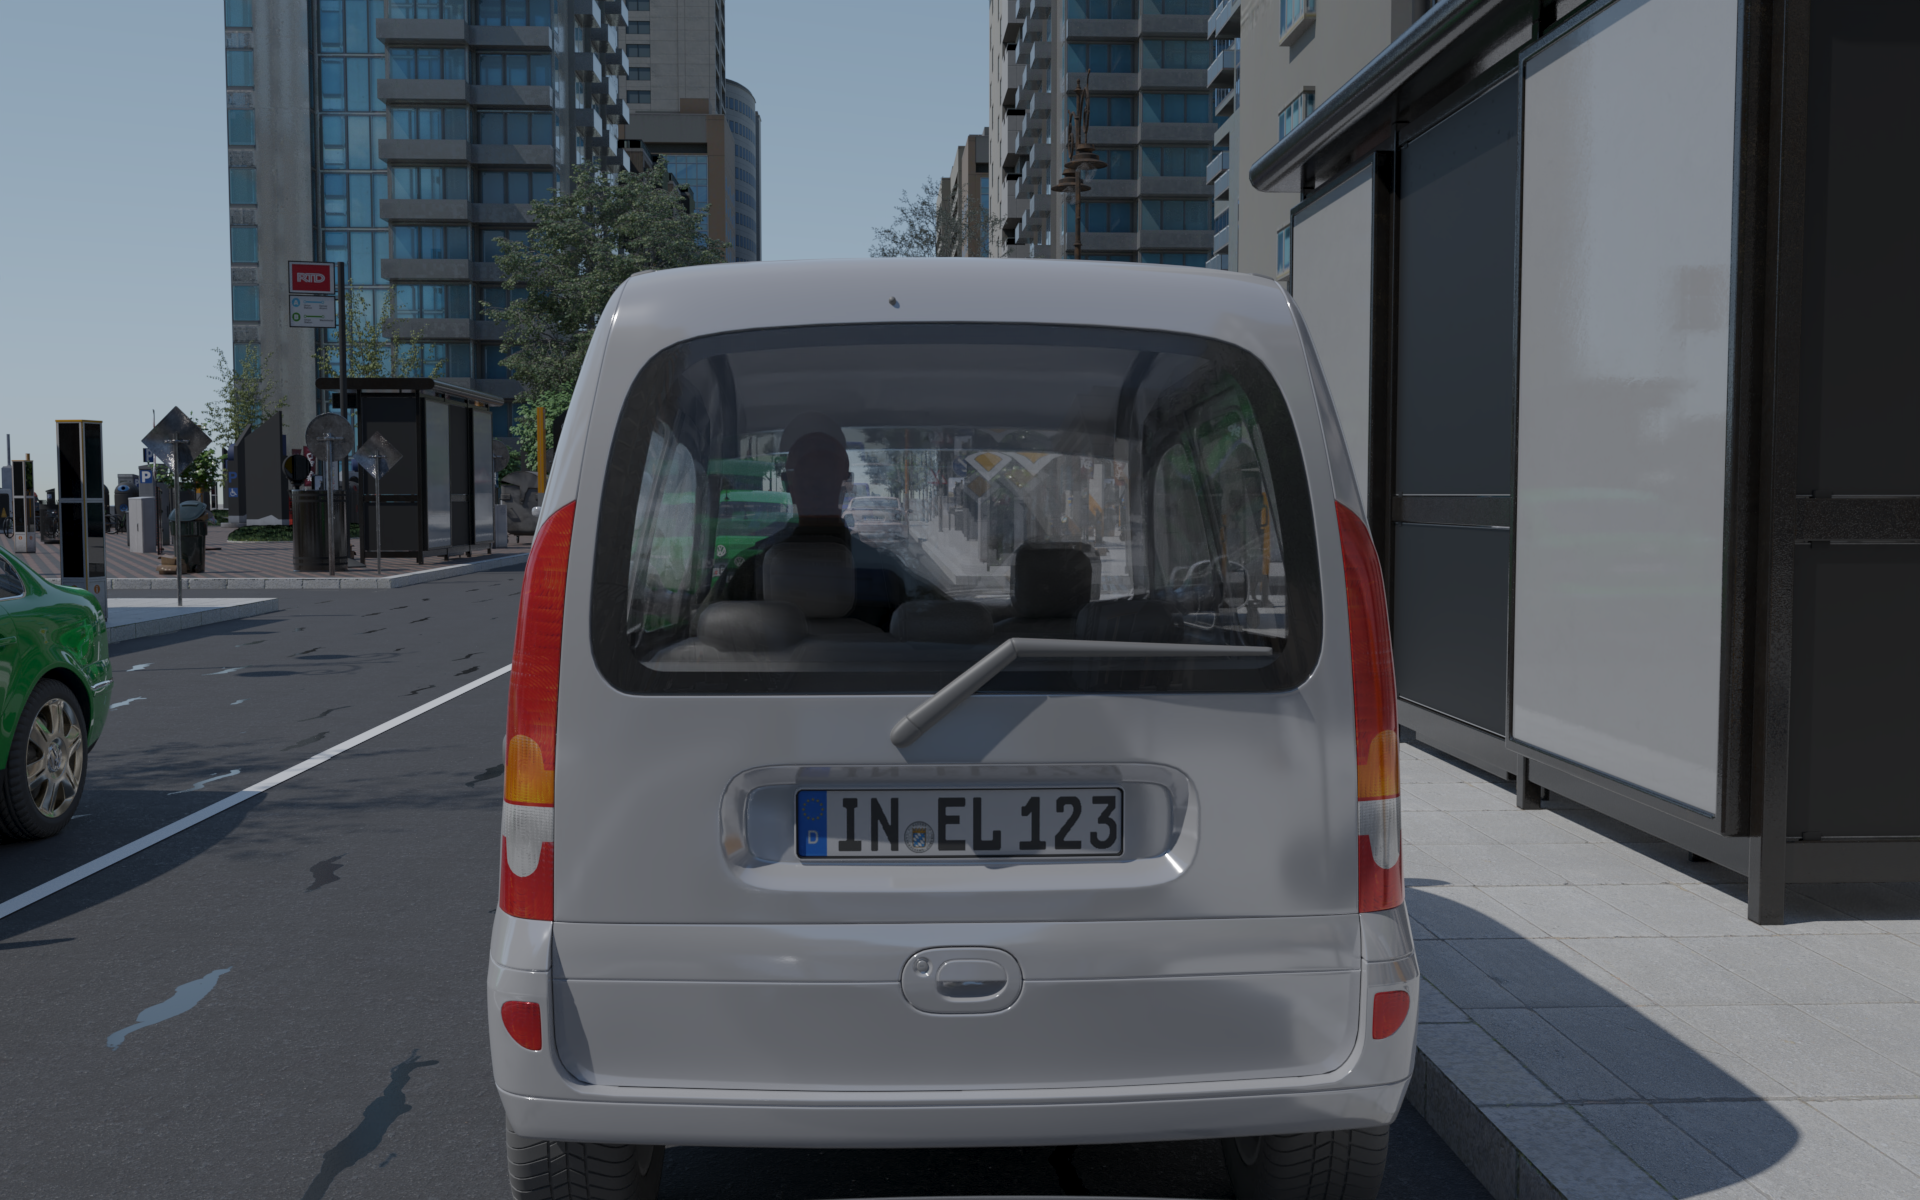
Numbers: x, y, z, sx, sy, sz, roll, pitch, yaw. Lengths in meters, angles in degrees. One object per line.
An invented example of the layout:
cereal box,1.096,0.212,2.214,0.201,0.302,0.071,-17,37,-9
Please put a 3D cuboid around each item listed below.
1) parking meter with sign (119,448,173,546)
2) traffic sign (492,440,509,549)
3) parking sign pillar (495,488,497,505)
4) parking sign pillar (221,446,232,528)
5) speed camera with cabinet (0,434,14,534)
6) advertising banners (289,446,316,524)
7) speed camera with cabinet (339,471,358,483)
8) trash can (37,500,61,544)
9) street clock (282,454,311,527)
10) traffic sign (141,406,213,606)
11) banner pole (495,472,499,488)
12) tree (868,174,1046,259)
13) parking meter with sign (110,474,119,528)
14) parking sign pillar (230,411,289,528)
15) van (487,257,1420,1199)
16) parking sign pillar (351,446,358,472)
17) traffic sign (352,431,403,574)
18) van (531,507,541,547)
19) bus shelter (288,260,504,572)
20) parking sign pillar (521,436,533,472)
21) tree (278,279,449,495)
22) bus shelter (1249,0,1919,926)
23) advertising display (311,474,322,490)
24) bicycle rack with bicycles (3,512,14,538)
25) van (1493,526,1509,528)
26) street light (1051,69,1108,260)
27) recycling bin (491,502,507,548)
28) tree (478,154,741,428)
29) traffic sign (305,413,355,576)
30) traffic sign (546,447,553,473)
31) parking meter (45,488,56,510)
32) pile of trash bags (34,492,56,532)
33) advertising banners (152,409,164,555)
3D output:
parking meter with sign,-20.190,-2.878,43.314,0.543,3.016,1.738,0,4,6
traffic sign,-10.925,-2.473,40.532,0.768,2.556,0.104,0,4,0
parking sign pillar,-24.010,-6.032,87.091,1.447,3.967,1.447,0,4,-8
parking sign pillar,-27.446,-4.744,66.029,1.447,3.967,1.447,0,4,1
speed camera with cabinet,-31.099,-3.792,56.336,0.660,3.252,2.038,0,4,0
advertising banners,-24.282,-4.068,62.700,2.074,3.025,0.090,0,4,-5
speed camera with cabinet,-24.684,-4.532,68.429,0.660,3.252,2.038,2,4,32
trash can,-23.278,-2.007,44.464,0.748,1.137,0.748,0,3,0
street clock,-12.096,-1.655,31.635,0.471,2.002,0.358,-2,4,-29
traffic sign,-8.929,-0.987,19.772,0.795,2.450,0.064,0,4,-3
banner pole,-22.367,-5.662,82.590,0.863,3.779,0.401,1,4,15
tree,-0.265,-9.559,66.668,12.009,13.543,11.850,0,3,0
parking meter with sign,-31.523,-4.248,65.713,1.738,3.016,0.543,1,4,8
parking sign pillar,-22.566,-4.154,56.384,1.447,3.967,1.447,1,4,13
van,-0.082,0.139,4.740,2.013,2.044,4.112,0,4,-2
parking sign pillar,-33.312,-6.558,95.698,1.447,3.967,1.447,-1,4,-23
traffic sign,-9.323,-1.474,27.747,0.795,2.450,0.064,0,4,-3
van,-5.951,-1.326,28.690,2.013,2.044,4.112,0,4,-2
bus shelter,-10.595,-3.363,32.612,2.179,5.291,8.768,0,4,-3
parking sign pillar,-12.908,-3.989,53.697,1.447,3.967,1.447,0,4,3
tree,-20.169,-6.708,60.037,4.737,8.622,4.395,0,3,0
bus shelter,2.958,-1.936,9.286,2.179,5.291,8.768,0,4,-3
advertising display,-21.119,-3.191,57.383,0.123,1.923,0.974,1,4,16
bicycle rack with bicycles,-26.881,-2.302,51.015,2.852,0.926,2.925,1,4,21
van,9.298,-1.066,24.436,4.112,2.044,2.013,0,4,-3
street light,1.319,-2.854,19.449,0.468,5.910,1.993,0,4,-3
recycling bin,-11.298,-1.758,41.291,0.722,1.027,0.722,2,4,28
tree,-12.483,-9.637,64.213,9.857,13.997,8.962,0,3,0
traffic sign,-9.881,-1.656,27.176,0.768,2.556,0.104,0,4,-2
traffic sign,-10.862,-2.847,46.656,0.768,2.556,0.104,0,4,2
parking meter,-38.552,-3.977,73.428,0.372,1.533,0.369,0,3,0
pile of trash bags,-31.562,-3.074,60.011,3.447,1.369,1.912,3,4,36
advertising banners,-16.985,-2.475,36.657,0.090,3.025,2.074,-1,4,-22
